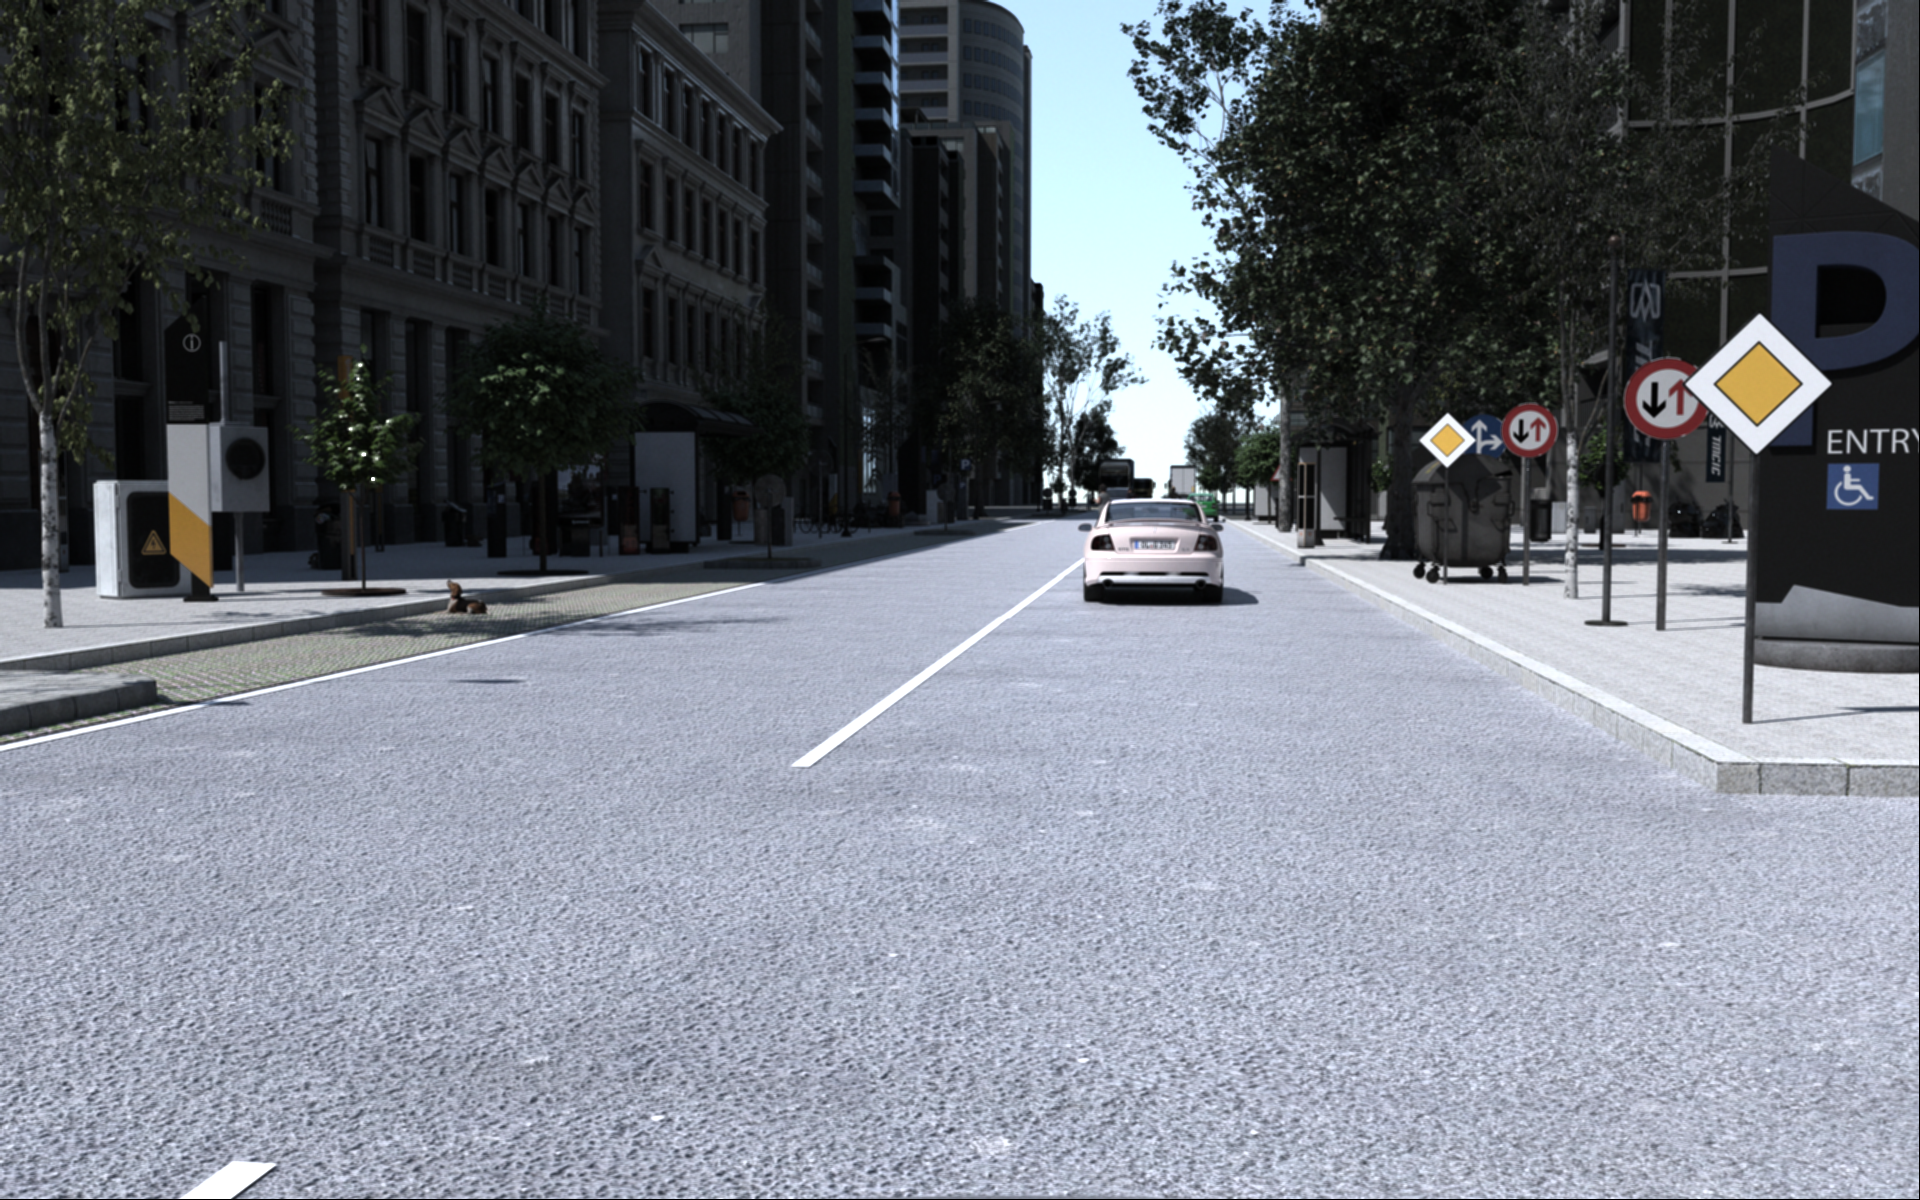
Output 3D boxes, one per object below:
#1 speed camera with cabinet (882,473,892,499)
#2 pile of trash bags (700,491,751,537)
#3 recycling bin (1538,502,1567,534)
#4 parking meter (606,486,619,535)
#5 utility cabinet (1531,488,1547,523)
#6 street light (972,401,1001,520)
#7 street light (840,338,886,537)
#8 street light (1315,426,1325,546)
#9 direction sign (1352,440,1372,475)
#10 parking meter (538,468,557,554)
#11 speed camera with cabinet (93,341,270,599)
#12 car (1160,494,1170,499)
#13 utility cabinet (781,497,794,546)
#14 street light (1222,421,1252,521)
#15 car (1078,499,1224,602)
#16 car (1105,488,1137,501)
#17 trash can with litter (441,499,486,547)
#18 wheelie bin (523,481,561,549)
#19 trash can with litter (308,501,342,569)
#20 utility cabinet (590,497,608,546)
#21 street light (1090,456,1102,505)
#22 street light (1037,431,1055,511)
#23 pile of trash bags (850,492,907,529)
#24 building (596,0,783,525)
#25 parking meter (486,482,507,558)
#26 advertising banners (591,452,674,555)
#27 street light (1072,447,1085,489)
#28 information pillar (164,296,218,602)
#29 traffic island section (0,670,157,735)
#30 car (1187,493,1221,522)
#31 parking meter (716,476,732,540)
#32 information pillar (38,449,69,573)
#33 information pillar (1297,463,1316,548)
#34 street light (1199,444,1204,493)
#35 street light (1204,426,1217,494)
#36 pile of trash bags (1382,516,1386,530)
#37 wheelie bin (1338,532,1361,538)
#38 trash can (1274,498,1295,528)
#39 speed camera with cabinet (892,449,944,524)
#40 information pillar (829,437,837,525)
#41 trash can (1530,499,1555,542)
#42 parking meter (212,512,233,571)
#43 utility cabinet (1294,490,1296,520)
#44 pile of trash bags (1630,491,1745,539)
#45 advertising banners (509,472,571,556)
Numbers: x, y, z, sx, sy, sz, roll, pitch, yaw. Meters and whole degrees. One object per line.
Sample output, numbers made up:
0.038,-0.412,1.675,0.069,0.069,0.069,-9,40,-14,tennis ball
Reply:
-2.670,-5.021,76.421,0.660,3.252,2.038,2,4,29,speed camera with cabinet
-8.079,-2.632,52.785,3.447,1.369,1.912,-1,4,-19,pile of trash bags
19.190,-2.662,56.081,0.722,1.027,0.722,0,4,3,recycling bin
-10.805,-2.781,53.875,0.372,1.533,0.369,0,3,0,parking meter
20.833,-3.289,62.451,0.318,1.500,1.173,0,4,3,utility cabinet
1.335,-6.999,86.972,1.470,5.913,1.316,0,4,7,street light
-2.884,-4.849,51.827,1.470,5.913,1.316,0,4,7,street light
8.342,-4.300,42.849,1.470,5.913,1.316,0,4,7,street light
16.323,-4.808,70.600,0.876,3.537,0.379,1,4,18,direction sign
-8.821,-1.916,37.041,0.255,1.863,0.399,-3,5,-40,parking meter
-9.815,-1.685,21.892,0.660,3.252,2.038,3,4,37,speed camera with cabinet
25.669,-12.307,213.021,2.131,1.459,4.920,1,4,8,car
-4.269,-1.938,42.852,0.306,1.237,1.020,0,4,-4,utility cabinet
13.389,-6.795,83.646,1.470,5.913,1.316,0,4,7,street light
2.692,-0.735,24.384,2.083,1.381,4.827,0,4,5,car
9.590,-5.903,105.186,2.281,1.827,5.304,0,4,6,car
-12.079,-1.885,42.204,1.055,1.170,0.624,1,4,10,trash can with litter
-9.686,-1.986,40.383,0.980,1.594,0.693,0,4,3,wheelie bin
-10.872,-1.114,29.600,0.624,1.170,1.055,-3,5,-42,trash can with litter
-9.166,-1.983,43.588,0.306,1.237,1.020,-2,4,-29,utility cabinet
16.560,-14.564,210.656,1.470,5.913,1.316,0,4,7,street light
6.348,-9.515,128.112,1.470,5.913,1.316,0,4,7,street light
-2.920,-3.423,65.726,1.912,1.369,3.447,-1,4,-20,pile of trash bags
-15.174,-14.330,70.456,11.583,22.565,21.152,0,4,7,building
-9.373,-1.628,35.024,0.372,1.533,0.369,0,3,0,parking meter
-6.933,-2.458,36.377,2.074,3.025,0.090,-3,5,-41,advertising banners
11.581,-12.068,169.849,1.470,5.913,1.316,0,4,7,street light
-9.150,-1.788,20.582,0.504,3.616,0.183,0,4,-1,information pillar
-6.583,0.687,11.055,2.009,0.180,2.903,0,4,7,traffic island section
12.450,-4.925,89.313,1.959,1.807,4.718,1,4,9,car
-6.546,-2.594,48.123,0.255,1.863,0.399,3,4,38,parking meter
-14.754,-1.450,28.199,0.304,2.012,0.304,0,4,-1,information pillar
8.207,-2.234,41.010,0.304,2.012,0.304,-2,4,-23,information pillar
22.864,-11.468,160.043,1.470,5.913,1.316,0,4,7,street light
17.689,-8.955,118.953,1.470,5.913,1.316,0,4,7,street light
16.895,-3.203,62.116,3.447,1.369,1.912,-2,4,-34,pile of trash bags
11.442,-2.620,50.749,0.693,1.594,0.980,-2,4,-26,wheelie bin
11.689,-3.107,62.458,0.748,1.137,0.748,0,3,0,trash can
-1.734,-4.835,73.380,2.038,3.252,0.660,-1,4,-9,speed camera with cabinet
-5.200,-4.856,70.756,0.183,3.616,0.504,-3,4,-39,information pillar
15.579,-2.134,46.544,0.748,1.137,0.748,0,3,0,trash can
-12.432,-1.264,29.076,0.372,1.533,0.369,0,3,0,parking meter
15.870,-4.570,83.396,1.173,1.500,0.318,-2,4,-27,utility cabinet
21.412,-2.535,51.206,1.912,1.369,3.447,-3,4,-36,pile of trash bags
-8.736,-2.447,36.196,2.074,3.025,0.090,2,4,28,advertising banners
